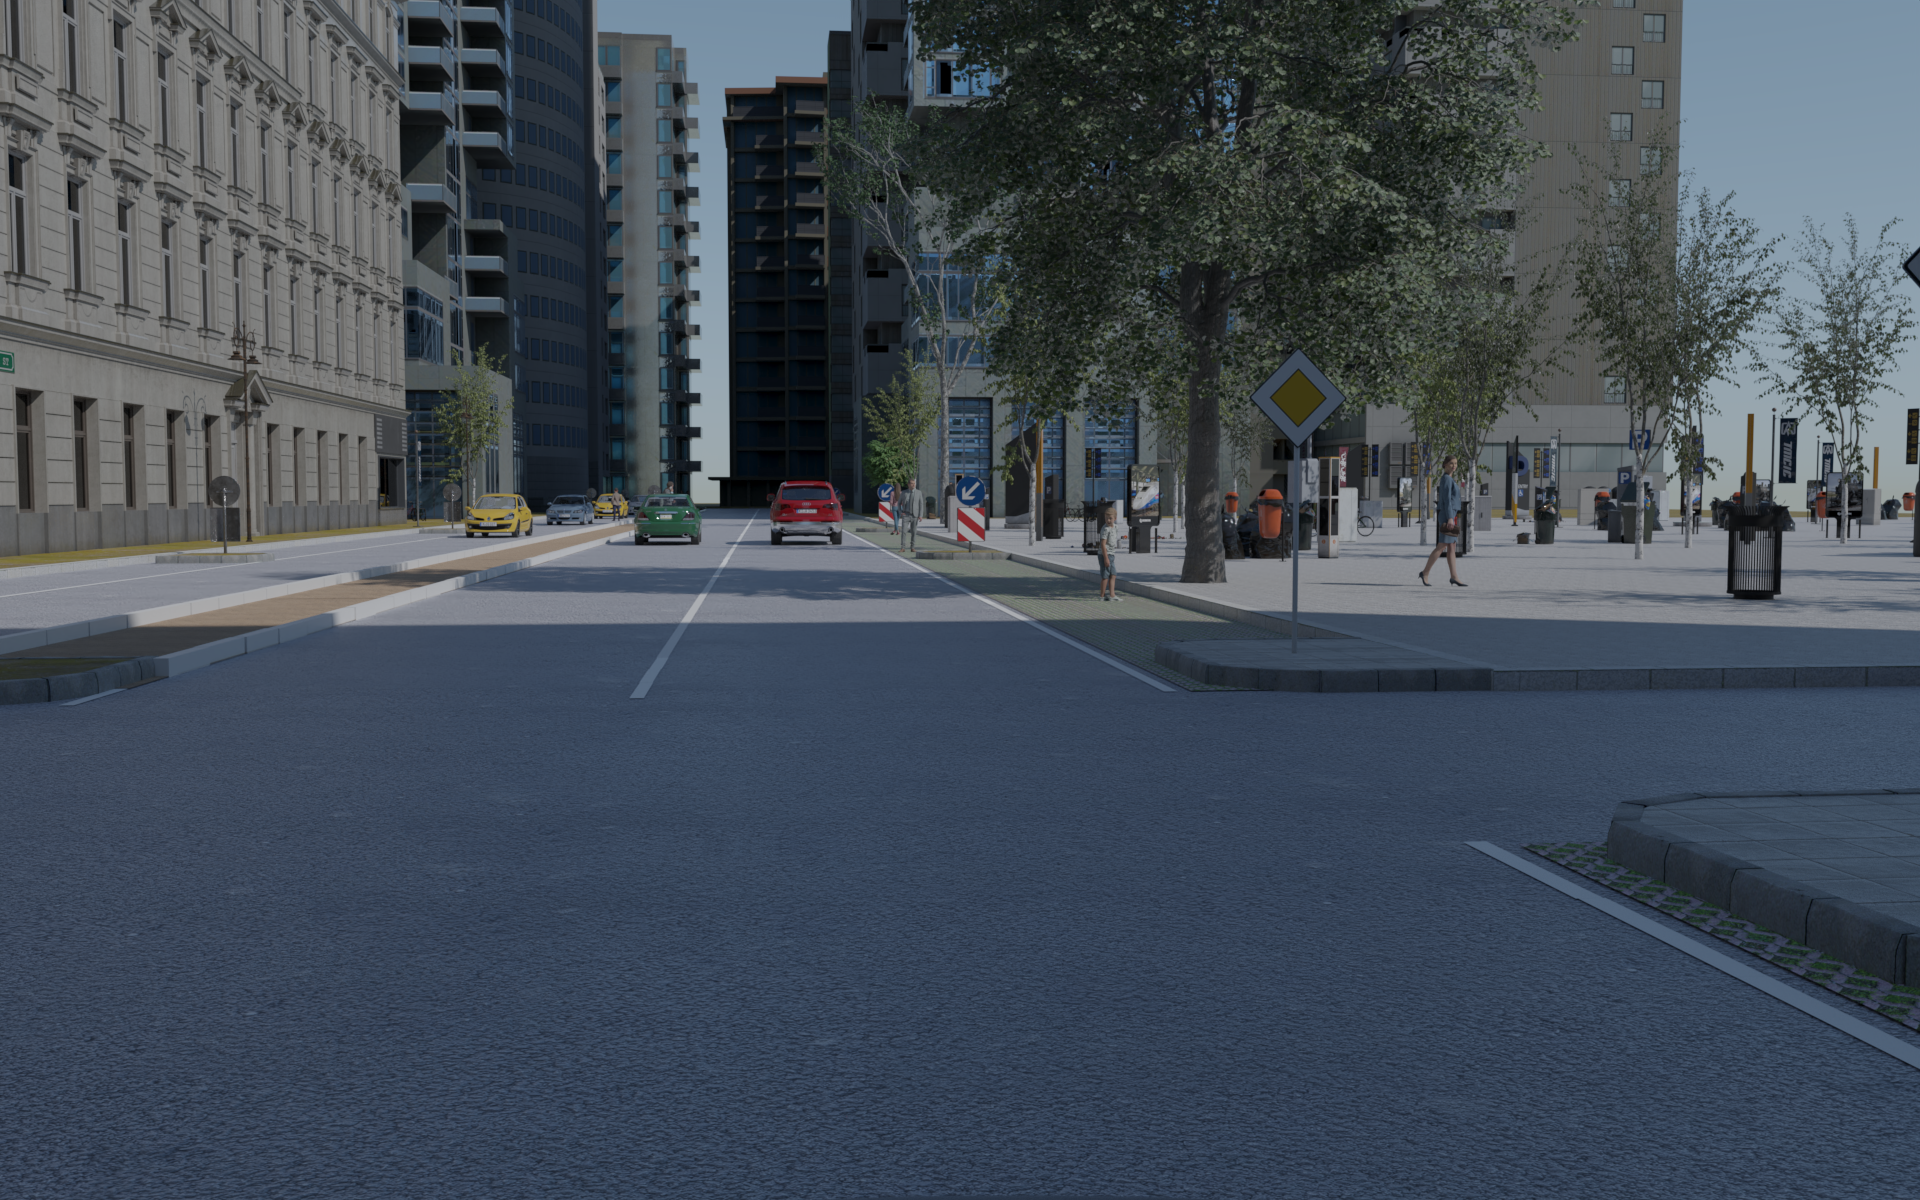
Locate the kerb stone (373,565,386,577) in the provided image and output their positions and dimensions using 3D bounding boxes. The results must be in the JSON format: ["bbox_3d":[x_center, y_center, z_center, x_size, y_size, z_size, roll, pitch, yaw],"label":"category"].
[{"bbox_3d":[-10.187,-0.482,30.080,0.120,0.150,1.000,0,4,-6],"label":"kerb stone"}]

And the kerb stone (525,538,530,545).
[{"bbox_3d":[-12.220,-1.604,48.425,0.120,0.150,1.000,0,4,-6],"label":"kerb stone"}]

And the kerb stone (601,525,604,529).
[{"bbox_3d":[-14.582,-2.913,69.828,0.120,0.150,1.000,0,4,-6],"label":"kerb stone"}]

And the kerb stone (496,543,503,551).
[{"bbox_3d":[-11.646,-1.293,43.338,0.120,0.150,1.000,0,4,-6],"label":"kerb stone"}]

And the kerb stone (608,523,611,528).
[{"bbox_3d":[-14.916,-3.100,72.882,0.120,0.150,1.000,0,4,-6],"label":"kerb stone"}]

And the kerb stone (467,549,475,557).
[{"bbox_3d":[-11.201,-1.043,39.246,0.120,0.150,1.000,0,4,-6],"label":"kerb stone"}]

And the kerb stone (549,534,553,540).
[{"bbox_3d":[-12.778,-1.915,53.510,0.120,0.150,1.000,0,4,-6],"label":"kerb stone"}]

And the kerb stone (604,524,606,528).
[{"bbox_3d":[-14.698,-2.972,70.849,0.120,0.150,1.000,0,4,-6],"label":"kerb stone"}]

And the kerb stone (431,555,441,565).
[{"bbox_3d":[-10.752,-0.794,35.174,0.120,0.150,1.000,0,4,-6],"label":"kerb stone"}]

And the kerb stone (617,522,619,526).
[{"bbox_3d":[-15.370,-3.350,76.962,0.120,0.150,1.000,0,4,-6],"label":"kerb stone"}]

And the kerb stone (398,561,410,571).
[{"bbox_3d":[-10.415,-0.605,32.123,0.120,0.150,1.000,0,4,-6],"label":"kerb stone"}]

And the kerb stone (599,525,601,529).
[{"bbox_3d":[-14.471,-2.850,68.812,0.120,0.150,1.000,0,4,-6],"label":"kerb stone"}]

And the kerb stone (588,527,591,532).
[{"bbox_3d":[-14.008,-2.602,64.731,0.120,0.150,1.000,0,4,-6],"label":"kerb stone"}]

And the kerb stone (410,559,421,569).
[{"bbox_3d":[-10.530,-0.664,33.139,0.120,0.150,1.000,0,4,-6],"label":"kerb stone"}]

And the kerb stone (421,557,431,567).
[{"bbox_3d":[-10.636,-0.732,34.156,0.120,0.150,1.000,0,4,-6],"label":"kerb stone"}]

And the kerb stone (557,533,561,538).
[{"bbox_3d":[-13.000,-2.040,55.545,0.120,0.150,1.000,0,4,-6],"label":"kerb stone"}]

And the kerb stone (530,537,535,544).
[{"bbox_3d":[-12.324,-1.667,49.443,0.120,0.150,1.000,0,4,-6],"label":"kerb stone"}]

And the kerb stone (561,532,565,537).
[{"bbox_3d":[-13.117,-2.102,56.560,0.120,0.150,1.000,0,4,-6],"label":"kerb stone"}]

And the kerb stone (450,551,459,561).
[{"bbox_3d":[-10.976,-0.918,37.211,0.120,0.150,1.000,0,4,-6],"label":"kerb stone"}]

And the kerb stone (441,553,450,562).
[{"bbox_3d":[-10.865,-0.856,36.190,0.120,0.150,1.000,0,4,-6],"label":"kerb stone"}]

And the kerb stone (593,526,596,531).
[{"bbox_3d":[-14.243,-2.725,66.777,0.120,0.150,1.000,0,4,-6],"label":"kerb stone"}]

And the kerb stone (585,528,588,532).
[{"bbox_3d":[-13.903,-2.539,63.715,0.120,0.150,1.000,0,4,-6],"label":"kerb stone"}]

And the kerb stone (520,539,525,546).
[{"bbox_3d":[-12.104,-1.542,47.409,0.120,0.150,1.000,0,4,-6],"label":"kerb stone"}]

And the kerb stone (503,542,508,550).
[{"bbox_3d":[-11.766,-1.355,44.353,0.120,0.150,1.000,0,4,-6],"label":"kerb stone"}]

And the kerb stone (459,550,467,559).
[{"bbox_3d":[-11.091,-0.981,38.227,0.120,0.150,1.000,0,4,-6],"label":"kerb stone"}]

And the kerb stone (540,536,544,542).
[{"bbox_3d":[-12.555,-1.791,51.478,0.120,0.150,1.000,0,4,-6],"label":"kerb stone"}]

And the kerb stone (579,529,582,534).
[{"bbox_3d":[-13.679,-2.414,61.669,0.120,0.150,1.000,0,4,-6],"label":"kerb stone"}]

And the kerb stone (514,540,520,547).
[{"bbox_3d":[-11.986,-1.480,46.394,0.120,0.150,1.000,0,4,-6],"label":"kerb stone"}]

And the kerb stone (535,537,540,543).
[{"bbox_3d":[-12.436,-1.729,50.459,0.120,0.150,1.000,0,4,-6],"label":"kerb stone"}]

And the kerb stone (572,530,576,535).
[{"bbox_3d":[-13.440,-2.290,59.635,0.120,0.150,1.000,0,4,-6],"label":"kerb stone"}]

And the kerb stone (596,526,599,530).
[{"bbox_3d":[-14.357,-2.785,67.796,0.120,0.150,1.000,0,4,-6],"label":"kerb stone"}]

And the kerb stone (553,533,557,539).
[{"bbox_3d":[-12.895,-1.977,54.528,0.120,0.150,1.000,0,4,-6],"label":"kerb stone"}]

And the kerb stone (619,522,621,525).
[{"bbox_3d":[-15.479,-3.407,77.979,0.120,0.150,1.000,0,4,-6],"label":"kerb stone"}]

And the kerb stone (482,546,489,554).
[{"bbox_3d":[-11.429,-1.166,41.301,0.120,0.150,1.000,0,4,-6],"label":"kerb stone"}]

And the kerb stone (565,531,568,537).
[{"bbox_3d":[-13.229,-2.165,57.586,0.120,0.150,1.000,0,4,-6],"label":"kerb stone"}]

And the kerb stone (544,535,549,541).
[{"bbox_3d":[-12.664,-1.853,52.494,0.120,0.150,1.000,0,4,-6],"label":"kerb stone"}]

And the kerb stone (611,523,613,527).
[{"bbox_3d":[-15.031,-3.159,73.898,0.120,0.150,1.000,0,4,-6],"label":"kerb stone"}]

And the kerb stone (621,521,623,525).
[{"bbox_3d":[-15.599,-3.474,78.994,0.120,0.150,1.000,0,4,-6],"label":"kerb stone"}]

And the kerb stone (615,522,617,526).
[{"bbox_3d":[-15.252,-3.288,75.947,0.120,0.150,1.000,0,4,-6],"label":"kerb stone"}]

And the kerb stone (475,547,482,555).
[{"bbox_3d":[-11.307,-1.104,40.262,0.120,0.150,1.000,0,4,-6],"label":"kerb stone"}]

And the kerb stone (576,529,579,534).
[{"bbox_3d":[-13.562,-2.352,60.650,0.120,0.150,1.000,0,4,-6],"label":"kerb stone"}]

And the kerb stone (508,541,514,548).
[{"bbox_3d":[-11.878,-1.417,45.373,0.120,0.150,1.000,0,4,-6],"label":"kerb stone"}]

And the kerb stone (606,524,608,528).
[{"bbox_3d":[-14.800,-3.038,71.866,0.120,0.150,1.000,0,4,-6],"label":"kerb stone"}]

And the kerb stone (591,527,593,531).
[{"bbox_3d":[-14.125,-2.660,65.762,0.120,0.150,1.000,0,4,-6],"label":"kerb stone"}]

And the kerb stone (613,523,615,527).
[{"bbox_3d":[-15.140,-3.225,74.921,0.120,0.150,1.000,0,4,-6],"label":"kerb stone"}]

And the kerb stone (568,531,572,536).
[{"bbox_3d":[-13.338,-2.228,58.617,0.120,0.150,1.000,0,4,-6],"label":"kerb stone"}]

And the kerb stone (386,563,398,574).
[{"bbox_3d":[-10.303,-0.540,31.102,0.120,0.150,1.000,0,4,-6],"label":"kerb stone"}]

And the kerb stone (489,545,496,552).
[{"bbox_3d":[-11.542,-1.226,42.321,0.120,0.150,1.000,0,4,-6],"label":"kerb stone"}]

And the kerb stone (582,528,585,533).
[{"bbox_3d":[-13.791,-2.475,62.685,0.120,0.150,1.000,0,4,-6],"label":"kerb stone"}]
